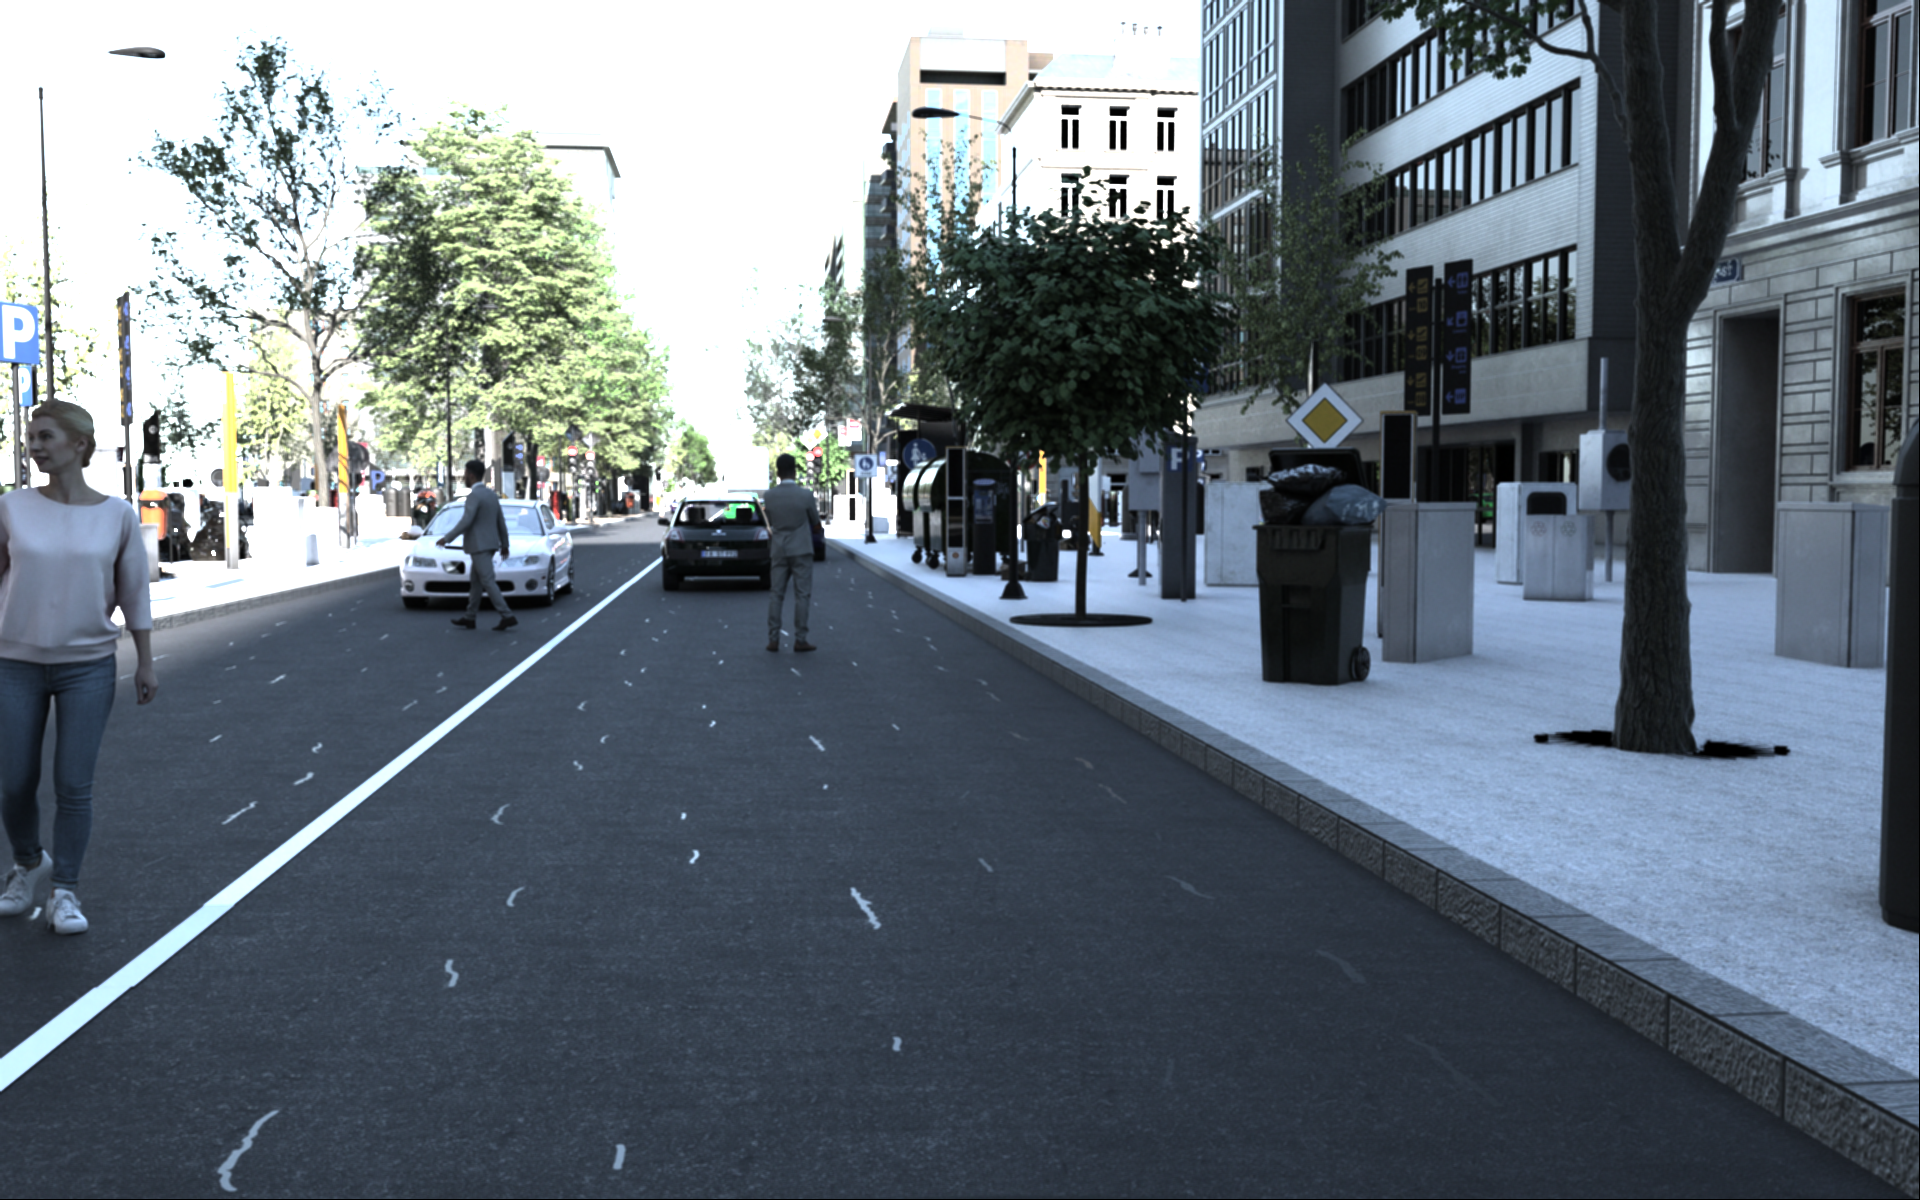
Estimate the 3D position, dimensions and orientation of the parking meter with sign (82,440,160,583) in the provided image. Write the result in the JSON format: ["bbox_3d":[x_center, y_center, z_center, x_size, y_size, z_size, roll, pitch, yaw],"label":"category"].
[{"bbox_3d":[-12.216,-1.716,24.321,0.543,3.016,1.738,3,4,38],"label":"parking meter with sign"}]

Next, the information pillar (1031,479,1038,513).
[{"bbox_3d":[3.710,-5.016,86.502,0.304,2.012,0.304,-1,4,-16],"label":"information pillar"}]

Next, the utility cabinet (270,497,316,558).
[{"bbox_3d":[-13.469,-1.460,35.034,0.306,1.237,1.020,1,4,18],"label":"utility cabinet"}]

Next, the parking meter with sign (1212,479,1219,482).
[{"bbox_3d":[9.340,-4.296,66.493,0.543,3.016,1.738,2,4,25],"label":"parking meter with sign"}]

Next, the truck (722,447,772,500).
[{"bbox_3d":[-11.449,-6.389,94.211,2.967,4.110,18.799,0,4,-8],"label":"truck"}]

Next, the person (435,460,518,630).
[{"bbox_3d":[-5.061,-0.583,18.313,0.850,1.792,0.678,1,4,12],"label":"person"}]

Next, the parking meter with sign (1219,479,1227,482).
[{"bbox_3d":[13.173,-5.611,88.002,1.738,3.016,0.543,-1,4,-11],"label":"parking meter with sign"}]

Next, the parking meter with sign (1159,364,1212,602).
[{"bbox_3d":[2.713,-1.538,21.405,0.543,3.016,1.738,0,4,3],"label":"parking meter with sign"}]

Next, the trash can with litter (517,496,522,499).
[{"bbox_3d":[-29.417,-6.314,114.620,1.055,1.170,0.624,3,5,40],"label":"trash can with litter"}]

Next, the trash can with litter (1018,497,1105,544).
[{"bbox_3d":[2.530,-2.056,44.667,2.233,1.210,1.678,1,4,17],"label":"trash can with litter"}]

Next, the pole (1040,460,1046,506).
[{"bbox_3d":[2.725,-3.866,57.058,0.158,3.312,0.155,0,3,0],"label":"pole"}]

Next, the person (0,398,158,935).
[{"bbox_3d":[-3.091,0.209,5.756,0.731,1.740,0.598,-2,4,-30],"label":"person"}]

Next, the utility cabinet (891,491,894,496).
[{"bbox_3d":[-5.716,-7.905,137.930,0.318,1.500,1.173,2,4,34],"label":"utility cabinet"}]

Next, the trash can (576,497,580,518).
[{"bbox_3d":[-20.153,-4.865,91.200,0.748,1.137,0.748,0,3,0],"label":"trash can"}]

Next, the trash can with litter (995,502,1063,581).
[{"bbox_3d":[0.997,-0.866,25.549,1.055,1.170,0.624,3,4,36],"label":"trash can with litter"}]

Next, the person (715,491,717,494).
[{"bbox_3d":[-36.145,-15.231,257.401,0.709,1.838,0.599,-1,4,-18],"label":"person"}]

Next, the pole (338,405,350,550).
[{"bbox_3d":[-14.121,-2.805,39.704,0.158,3.312,0.155,0,3,0],"label":"pole"}]

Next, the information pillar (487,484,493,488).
[{"bbox_3d":[-33.254,-7.225,122.624,0.304,2.012,0.304,1,4,22],"label":"information pillar"}]

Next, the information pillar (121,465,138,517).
[{"bbox_3d":[-20.823,-2.382,43.444,0.304,2.012,0.304,-1,4,-15],"label":"information pillar"}]

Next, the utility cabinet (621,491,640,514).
[{"bbox_3d":[-20.846,-6.170,109.555,1.173,1.500,0.318,0,4,2],"label":"utility cabinet"}]

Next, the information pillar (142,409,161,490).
[{"bbox_3d":[-22.399,-3.468,48.061,0.504,3.616,0.183,0,4,7],"label":"information pillar"}]

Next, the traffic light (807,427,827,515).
[{"bbox_3d":[-5.752,-4.946,69.780,0.839,4.253,0.868,0,4,-7],"label":"traffic light"}]

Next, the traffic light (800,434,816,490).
[{"bbox_3d":[-6.740,-5.430,77.704,0.839,4.253,0.868,0,4,-7],"label":"traffic light"}]

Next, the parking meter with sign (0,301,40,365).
[{"bbox_3d":[-9.450,-1.211,16.057,1.738,3.016,0.543,1,4,11],"label":"parking meter with sign"}]

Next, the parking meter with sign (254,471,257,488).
[{"bbox_3d":[-41.264,-6.435,101.466,0.543,3.016,1.738,-3,5,-40],"label":"parking meter with sign"}]

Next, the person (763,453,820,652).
[{"bbox_3d":[-1.542,-0.443,15.917,0.511,1.800,0.466,0,4,-1],"label":"person"}]

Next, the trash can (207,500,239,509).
[{"bbox_3d":[-18.066,-1.887,42.504,0.748,1.137,0.748,0,3,0],"label":"trash can"}]

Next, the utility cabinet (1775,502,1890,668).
[{"bbox_3d":[6.654,-0.127,13.243,0.306,1.237,1.020,0,4,-4],"label":"utility cabinet"}]

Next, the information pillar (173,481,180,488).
[{"bbox_3d":[-42.741,-5.507,94.525,0.304,2.012,0.304,0,4,-2],"label":"information pillar"}]

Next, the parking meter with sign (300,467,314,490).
[{"bbox_3d":[-42.870,-7.177,113.608,1.738,3.016,0.543,2,4,29],"label":"parking meter with sign"}]

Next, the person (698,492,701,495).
[{"bbox_3d":[-31.921,-12.475,212.989,1.217,1.766,0.721,3,5,41],"label":"person"}]

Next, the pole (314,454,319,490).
[{"bbox_3d":[-32.728,-5.767,88.126,0.158,3.312,0.155,0,3,0],"label":"pole"}]

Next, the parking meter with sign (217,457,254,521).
[{"bbox_3d":[-34.396,-5.218,81.570,1.738,3.016,0.543,0,4,5],"label":"parking meter with sign"}]

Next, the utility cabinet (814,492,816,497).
[{"bbox_3d":[-10.956,-7.882,137.545,1.173,1.500,0.318,1,4,11],"label":"utility cabinet"}]

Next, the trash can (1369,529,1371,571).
[{"bbox_3d":[6.235,-0.975,27.587,0.748,1.137,0.748,0,3,0],"label":"trash can"}]

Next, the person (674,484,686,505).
[{"bbox_3d":[-10.737,-3.533,66.453,0.466,1.800,0.511,-1,4,-11],"label":"person"}]

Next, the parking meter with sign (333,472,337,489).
[{"bbox_3d":[-40.921,-7.194,113.881,0.543,3.016,1.738,0,4,-4],"label":"parking meter with sign"}]

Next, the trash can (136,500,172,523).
[{"bbox_3d":[-18.181,-1.680,39.118,0.748,1.137,0.748,0,3,0],"label":"trash can"}]

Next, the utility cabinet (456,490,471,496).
[{"bbox_3d":[-25.188,-4.901,88.810,1.173,1.500,0.318,-2,4,-29],"label":"utility cabinet"}]

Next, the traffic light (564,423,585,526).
[{"bbox_3d":[-15.287,-4.872,68.579,0.839,4.253,0.868,0,4,-7],"label":"traffic light"}]

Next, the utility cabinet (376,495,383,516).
[{"bbox_3d":[-33.734,-5.452,100.303,0.306,1.237,1.020,0,4,3],"label":"utility cabinet"}]

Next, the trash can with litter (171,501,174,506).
[{"bbox_3d":[-19.999,-1.976,43.697,0.624,1.170,1.055,-2,4,-35],"label":"trash can with litter"}]

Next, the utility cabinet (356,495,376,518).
[{"bbox_3d":[-32.397,-5.071,94.074,0.306,1.237,1.020,3,4,38],"label":"utility cabinet"}]

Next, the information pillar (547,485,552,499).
[{"bbox_3d":[-31.547,-7.866,133.093,0.304,2.012,0.304,-2,4,-35],"label":"information pillar"}]

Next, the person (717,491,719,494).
[{"bbox_3d":[-29.272,-12.278,209.275,0.705,1.821,1.348,-3,5,-39],"label":"person"}]

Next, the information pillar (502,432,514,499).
[{"bbox_3d":[-16.814,-4.472,64.478,0.183,3.616,0.504,3,4,38],"label":"information pillar"}]

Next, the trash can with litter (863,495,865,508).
[{"bbox_3d":[-8.076,-8.664,153.050,1.055,1.170,0.624,1,4,9],"label":"trash can with litter"}]

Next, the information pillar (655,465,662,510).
[{"bbox_3d":[-23.945,-8.946,137.615,0.504,3.616,0.183,-1,4,-14],"label":"information pillar"}]

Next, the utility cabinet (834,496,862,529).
[{"bbox_3d":[-4.165,-3.266,64.559,1.020,1.237,0.306,0,4,3],"label":"utility cabinet"}]

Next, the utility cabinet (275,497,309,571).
[{"bbox_3d":[-11.333,-1.116,29.407,0.306,1.237,1.020,-1,4,-14],"label":"utility cabinet"}]

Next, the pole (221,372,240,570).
[{"bbox_3d":[-12.271,-2.157,29.117,0.158,3.312,0.155,0,3,0],"label":"pole"}]

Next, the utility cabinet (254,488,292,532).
[{"bbox_3d":[-23.206,-3.048,58.513,1.173,1.500,0.318,0,4,-1],"label":"utility cabinet"}]

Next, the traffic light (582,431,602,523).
[{"bbox_3d":[-16.275,-5.357,76.503,0.839,4.253,0.868,0,4,-7],"label":"traffic light"}]

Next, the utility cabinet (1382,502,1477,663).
[{"bbox_3d":[3.668,-0.146,13.552,0.306,1.237,1.020,3,5,41],"label":"utility cabinet"}]

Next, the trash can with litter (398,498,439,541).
[{"bbox_3d":[-14.990,-2.220,47.679,1.055,1.170,0.624,1,4,18],"label":"trash can with litter"}]

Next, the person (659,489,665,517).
[{"bbox_3d":[-18.596,-6.062,108.166,0.362,1.759,0.519,-1,4,-16],"label":"person"}]

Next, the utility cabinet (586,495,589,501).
[{"bbox_3d":[-31.546,-8.288,146.665,0.306,1.237,1.020,-1,4,-18],"label":"utility cabinet"}]

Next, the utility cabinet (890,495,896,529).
[{"bbox_3d":[-2.693,-3.234,64.034,0.306,1.237,1.020,-3,4,-37],"label":"utility cabinet"}]
